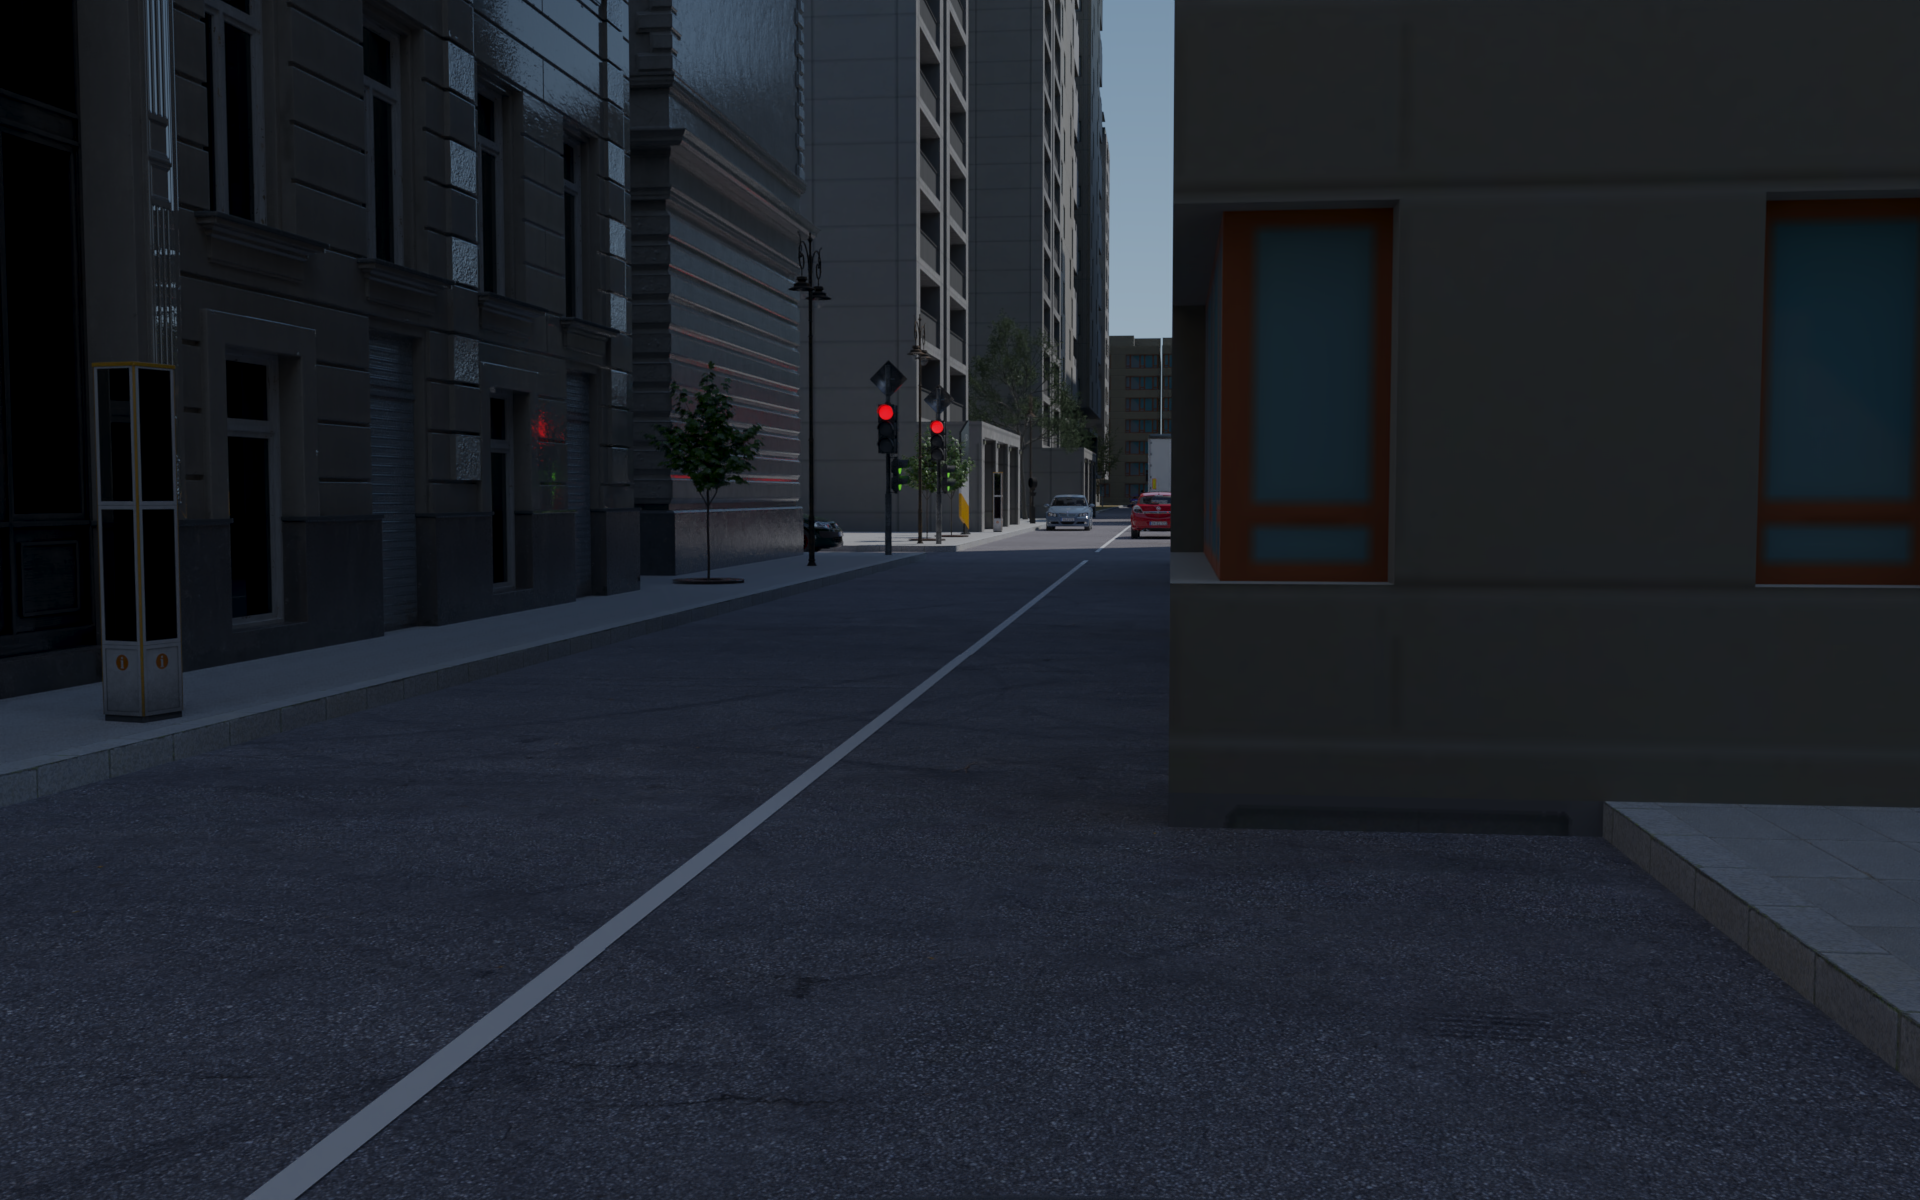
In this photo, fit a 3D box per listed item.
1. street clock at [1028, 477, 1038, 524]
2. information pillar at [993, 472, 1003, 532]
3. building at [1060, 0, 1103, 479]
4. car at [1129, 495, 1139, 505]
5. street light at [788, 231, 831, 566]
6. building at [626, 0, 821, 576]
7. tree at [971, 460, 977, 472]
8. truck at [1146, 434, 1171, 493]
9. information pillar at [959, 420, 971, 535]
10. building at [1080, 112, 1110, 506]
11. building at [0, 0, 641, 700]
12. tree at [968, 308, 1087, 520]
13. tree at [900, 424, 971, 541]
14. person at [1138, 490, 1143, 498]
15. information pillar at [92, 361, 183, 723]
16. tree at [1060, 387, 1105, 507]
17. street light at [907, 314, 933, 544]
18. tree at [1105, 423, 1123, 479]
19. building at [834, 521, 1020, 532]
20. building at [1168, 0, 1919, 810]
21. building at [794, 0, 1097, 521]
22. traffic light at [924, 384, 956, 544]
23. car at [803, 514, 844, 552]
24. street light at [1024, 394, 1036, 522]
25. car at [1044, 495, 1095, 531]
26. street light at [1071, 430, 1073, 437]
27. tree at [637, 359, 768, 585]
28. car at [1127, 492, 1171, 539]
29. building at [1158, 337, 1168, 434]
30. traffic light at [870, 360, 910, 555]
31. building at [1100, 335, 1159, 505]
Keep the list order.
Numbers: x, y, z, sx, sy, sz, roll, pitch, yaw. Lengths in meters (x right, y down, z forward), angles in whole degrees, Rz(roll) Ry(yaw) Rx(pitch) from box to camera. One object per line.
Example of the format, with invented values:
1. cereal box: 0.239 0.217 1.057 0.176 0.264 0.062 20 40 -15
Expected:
1. street clock: 3.154 -4.312 75.070 0.358 2.002 0.471 -2 4 -26
2. information pillar: 1.277 -3.295 58.367 0.304 2.012 0.304 0 4 6
3. building: -0.708 -34.955 160.754 28.713 52.752 27.495 0 4 7
4. car: 19.536 -10.864 190.210 1.945 1.354 3.894 0 4 6
5. street light: -2.645 -3.544 30.740 0.468 5.910 1.993 0 4 7
6. building: -13.058 -12.442 32.297 19.941 23.489 11.050 0 4 7
7. tree: -0.391 -3.492 51.689 1.663 3.219 1.824 0 3 0
8. truck: 10.675 -5.976 86.614 2.839 4.237 11.283 0 4 7
9. information pillar: 0.134 -3.876 54.724 0.183 3.616 0.504 2 4 31
10. building: 9.142 -30.856 188.090 14.086 41.232 14.154 0 4 7
11. building: -11.333 -13.073 11.007 12.463 27.353 25.104 0 4 7
12. tree: 2.951 -9.339 87.112 7.601 10.594 8.767 1 4 11
13. tree: -0.784 -3.246 47.677 1.663 3.219 1.824 0 3 0
14. person: 18.691 -10.366 177.612 0.705 1.869 1.348 -3 5 -45
15. information pillar: -4.653 -0.326 9.815 0.304 2.012 0.304 1 4 20
16. tree: 7.191 -10.151 116.327 4.737 8.622 4.395 0 3 0
17. street light: -1.031 -4.392 44.596 0.468 5.910 1.993 0 4 7
18. tree: 14.609 -13.868 177.111 4.737 8.622 4.395 0 3 0
19. building: -8.147 -38.495 67.638 20.563 71.187 20.611 0 4 7
20. building: 16.363 -10.667 19.443 27.650 21.520 28.899 0 4 7
21. building: -2.363 -40.502 100.465 20.563 71.187 20.611 0 4 7
22. traffic light: -0.527 -3.386 44.289 0.839 4.253 0.868 0 4 7
23. car: -4.898 -1.938 41.473 4.222 1.686 2.009 0 4 7
24. street light: 3.224 -6.490 78.897 0.468 5.910 1.993 0 4 7
25. car: 4.380 -3.494 69.126 2.014 1.417 4.499 0 4 6
26. street light: 7.369 -8.576 113.009 0.468 5.910 1.993 0 4 7
27. tree: -3.507 -1.853 24.894 1.663 3.219 1.824 0 3 0
28. car: 6.548 -2.925 56.861 2.155 1.783 4.494 0 4 7
29. building: 39.410 -22.515 213.160 28.899 21.520 27.650 0 4 7
30. traffic light: -1.491 -2.902 36.362 0.839 4.253 0.868 0 4 7
31. building: 10.592 -22.764 217.227 28.899 21.520 27.650 0 4 7
